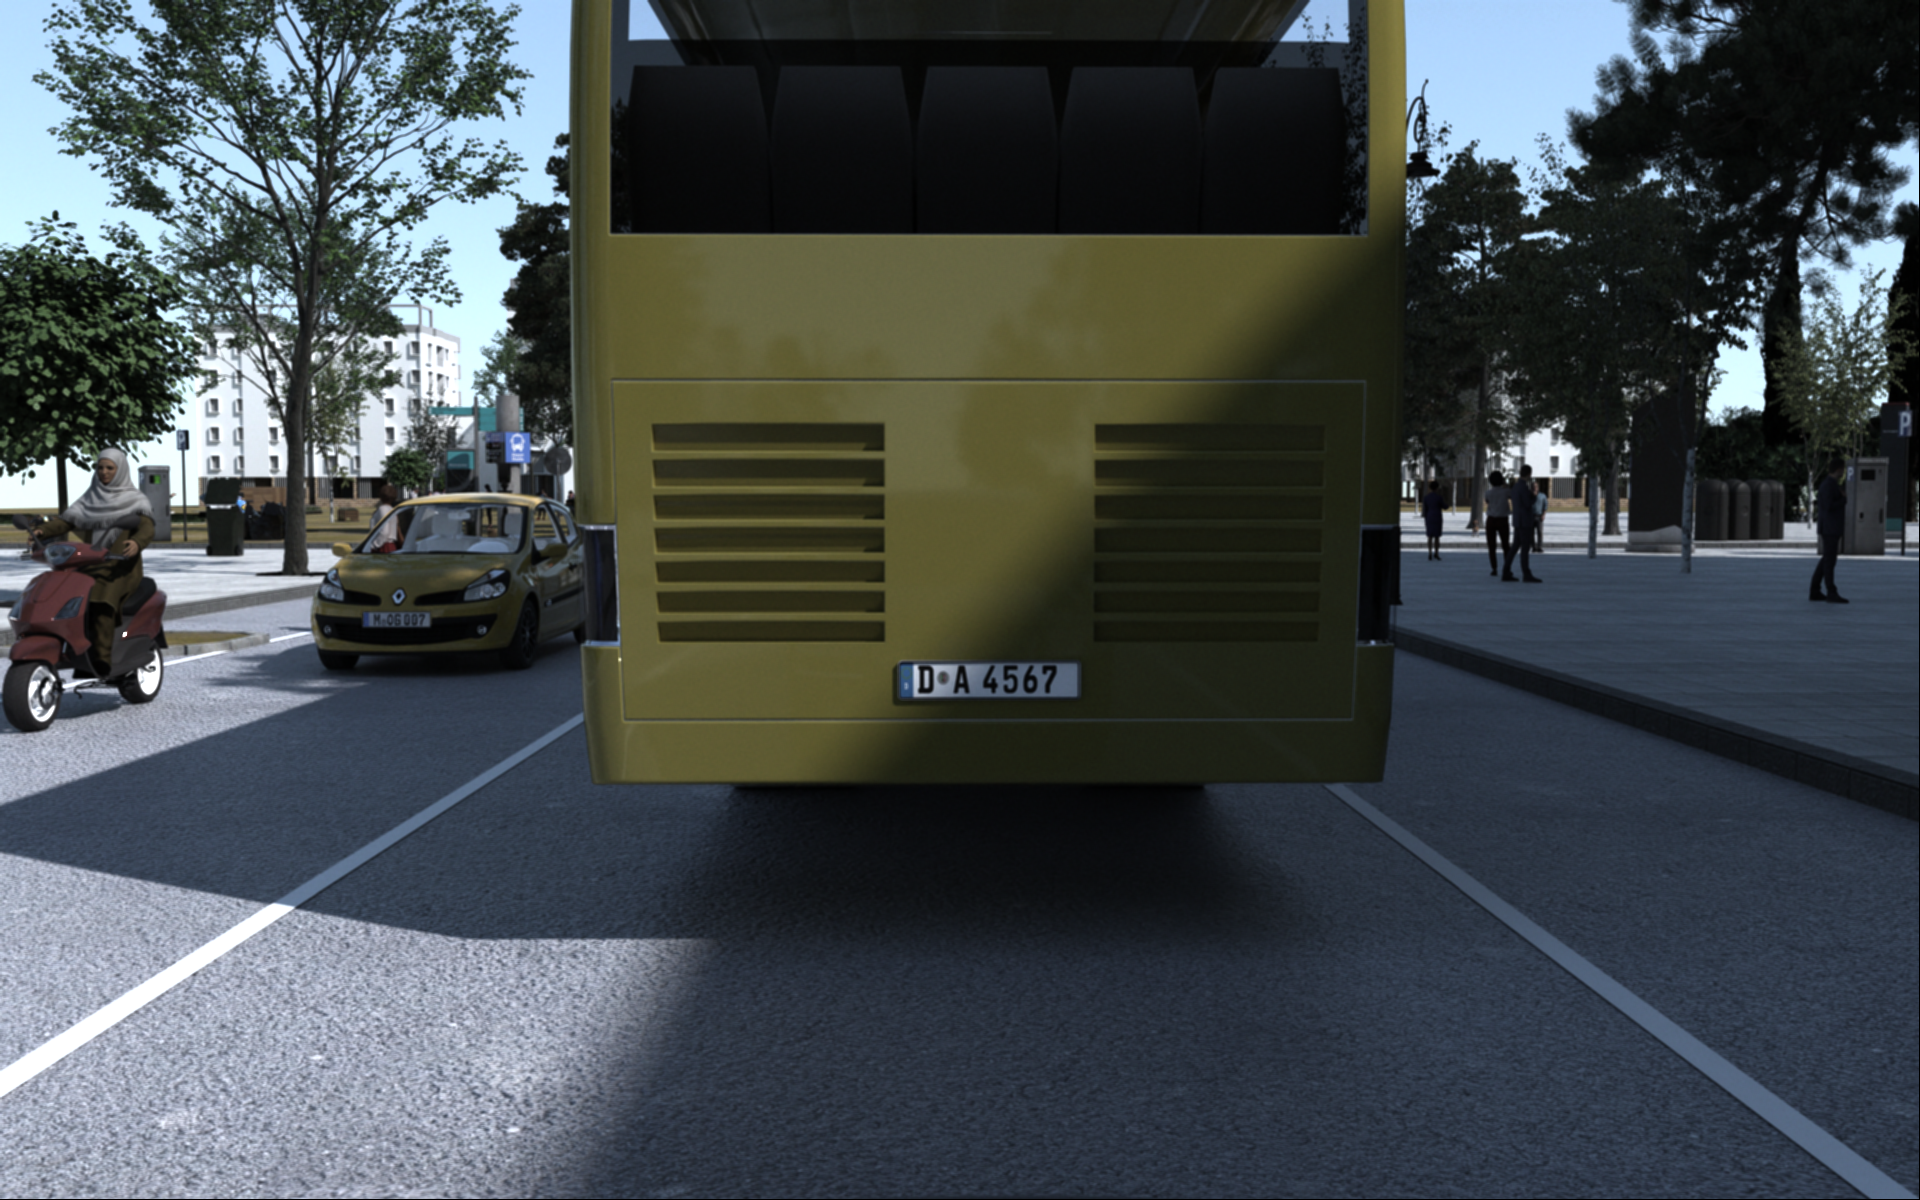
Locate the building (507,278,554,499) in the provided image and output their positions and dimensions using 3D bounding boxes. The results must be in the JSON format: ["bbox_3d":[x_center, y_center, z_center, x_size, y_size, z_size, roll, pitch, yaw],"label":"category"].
[{"bbox_3d":[-31.388,-18.340,156.270,16.016,20.091,11.380,0,4,-1],"label":"building"}]

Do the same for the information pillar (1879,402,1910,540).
[{"bbox_3d":[26.465,-3.654,49.113,0.750,3.857,0.750,3,4,36],"label":"information pillar"}]

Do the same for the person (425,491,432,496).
[{"bbox_3d":[-22.203,-3.865,72.469,0.421,1.427,0.697,-2,4,-26],"label":"person"}]

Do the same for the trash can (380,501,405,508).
[{"bbox_3d":[-12.023,-1.557,37.114,0.748,1.137,0.748,0,3,0],"label":"trash can"}]

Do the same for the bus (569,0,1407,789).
[{"bbox_3d":[0.010,-1.204,11.240,2.896,3.916,12.252,0,4,-1],"label":"bus"}]

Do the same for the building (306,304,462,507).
[{"bbox_3d":[-58.605,-19.720,178.837,11.380,20.091,16.016,0,4,-1],"label":"building"}]

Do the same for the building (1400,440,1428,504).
[{"bbox_3d":[57.963,-22.542,224.975,11.380,20.091,16.016,0,4,-1],"label":"building"}]

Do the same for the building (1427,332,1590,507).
[{"bbox_3d":[57.004,-19.811,180.330,11.380,20.091,16.016,0,4,-1],"label":"building"}]

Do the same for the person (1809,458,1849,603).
[{"bbox_3d":[10.346,-0.832,20.567,0.530,1.710,0.541,3,5,43],"label":"person"}]

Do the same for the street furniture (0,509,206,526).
[{"bbox_3d":[-37.580,-3.542,73.542,10.072,0.657,5.734,-3,4,-36],"label":"street furniture"}]

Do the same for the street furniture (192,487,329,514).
[{"bbox_3d":[-43.609,-6.375,111.086,9.812,1.723,11.010,-1,4,-9],"label":"street furniture"}]

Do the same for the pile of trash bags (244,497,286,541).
[{"bbox_3d":[-19.703,-2.326,47.783,1.912,1.369,3.447,0,4,4],"label":"pile of trash bags"}]

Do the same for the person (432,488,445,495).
[{"bbox_3d":[-27.677,-5.114,91.618,0.963,1.587,0.435,-3,5,-39],"label":"person"}]

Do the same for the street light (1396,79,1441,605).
[{"bbox_3d":[5.042,-2.882,19.903,0.468,5.910,1.993,0,4,-1],"label":"street light"}]

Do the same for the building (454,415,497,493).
[{"bbox_3d":[-37.978,-14.712,182.685,28.070,9.664,9.099,0,4,-1],"label":"building"}]

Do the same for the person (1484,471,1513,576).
[{"bbox_3d":[8.485,-1.211,27.302,0.566,1.644,0.517,-2,4,-31],"label":"person"}]

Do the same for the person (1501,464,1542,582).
[{"bbox_3d":[8.200,-1.118,25.240,0.530,1.710,0.541,1,4,9],"label":"person"}]

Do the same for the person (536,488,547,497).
[{"bbox_3d":[-20.698,-4.747,85.524,0.647,1.594,0.662,1,4,8],"label":"person"}]

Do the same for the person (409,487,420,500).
[{"bbox_3d":[-20.507,-3.479,65.131,0.590,1.554,0.614,0,4,-7],"label":"person"}]

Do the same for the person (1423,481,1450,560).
[{"bbox_3d":[9.233,-1.541,33.605,0.453,1.535,0.546,1,4,22],"label":"person"}]

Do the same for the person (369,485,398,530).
[{"bbox_3d":[-5.833,-0.404,17.575,0.387,1.526,0.523,0,4,-2],"label":"person"}]

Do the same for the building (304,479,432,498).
[{"bbox_3d":[-71.240,-17.065,221.154,28.070,9.664,9.099,0,4,-1],"label":"building"}]

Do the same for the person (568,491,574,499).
[{"bbox_3d":[-16.031,-3.826,71.826,0.421,1.427,0.697,1,4,10],"label":"person"}]

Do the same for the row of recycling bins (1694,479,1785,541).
[{"bbox_3d":[21.736,-2.510,48.144,3.534,1.692,1.069,-2,4,-34],"label":"row of recycling bins"}]

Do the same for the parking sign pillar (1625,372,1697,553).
[{"bbox_3d":[15.451,-3.037,38.134,1.447,3.967,1.447,1,4,15],"label":"parking sign pillar"}]

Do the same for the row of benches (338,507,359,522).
[{"bbox_3d":[-29.036,-4.081,82.186,1.422,0.672,4.104,-2,4,-24],"label":"row of benches"}]

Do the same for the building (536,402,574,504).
[{"bbox_3d":[-27.576,-11.869,136.212,9.099,9.664,28.070,0,4,-1],"label":"building"}]

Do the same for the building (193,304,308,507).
[{"bbox_3d":[-70.173,-19.729,178.981,11.380,20.091,16.016,0,4,-1],"label":"building"}]

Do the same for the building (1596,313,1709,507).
[{"bbox_3d":[68.884,-19.819,180.454,11.380,20.091,16.016,0,4,-1],"label":"building"}]

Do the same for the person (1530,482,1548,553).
[{"bbox_3d":[12.596,-1.809,37.830,0.499,1.552,0.429,3,5,39],"label":"person"}]

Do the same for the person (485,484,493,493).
[{"bbox_3d":[-17.170,-3.389,62.929,0.415,1.643,0.593,-3,5,-41],"label":"person"}]

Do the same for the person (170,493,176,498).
[{"bbox_3d":[-27.147,-3.209,59.039,0.750,1.759,0.617,-3,5,-41],"label":"person"}]
